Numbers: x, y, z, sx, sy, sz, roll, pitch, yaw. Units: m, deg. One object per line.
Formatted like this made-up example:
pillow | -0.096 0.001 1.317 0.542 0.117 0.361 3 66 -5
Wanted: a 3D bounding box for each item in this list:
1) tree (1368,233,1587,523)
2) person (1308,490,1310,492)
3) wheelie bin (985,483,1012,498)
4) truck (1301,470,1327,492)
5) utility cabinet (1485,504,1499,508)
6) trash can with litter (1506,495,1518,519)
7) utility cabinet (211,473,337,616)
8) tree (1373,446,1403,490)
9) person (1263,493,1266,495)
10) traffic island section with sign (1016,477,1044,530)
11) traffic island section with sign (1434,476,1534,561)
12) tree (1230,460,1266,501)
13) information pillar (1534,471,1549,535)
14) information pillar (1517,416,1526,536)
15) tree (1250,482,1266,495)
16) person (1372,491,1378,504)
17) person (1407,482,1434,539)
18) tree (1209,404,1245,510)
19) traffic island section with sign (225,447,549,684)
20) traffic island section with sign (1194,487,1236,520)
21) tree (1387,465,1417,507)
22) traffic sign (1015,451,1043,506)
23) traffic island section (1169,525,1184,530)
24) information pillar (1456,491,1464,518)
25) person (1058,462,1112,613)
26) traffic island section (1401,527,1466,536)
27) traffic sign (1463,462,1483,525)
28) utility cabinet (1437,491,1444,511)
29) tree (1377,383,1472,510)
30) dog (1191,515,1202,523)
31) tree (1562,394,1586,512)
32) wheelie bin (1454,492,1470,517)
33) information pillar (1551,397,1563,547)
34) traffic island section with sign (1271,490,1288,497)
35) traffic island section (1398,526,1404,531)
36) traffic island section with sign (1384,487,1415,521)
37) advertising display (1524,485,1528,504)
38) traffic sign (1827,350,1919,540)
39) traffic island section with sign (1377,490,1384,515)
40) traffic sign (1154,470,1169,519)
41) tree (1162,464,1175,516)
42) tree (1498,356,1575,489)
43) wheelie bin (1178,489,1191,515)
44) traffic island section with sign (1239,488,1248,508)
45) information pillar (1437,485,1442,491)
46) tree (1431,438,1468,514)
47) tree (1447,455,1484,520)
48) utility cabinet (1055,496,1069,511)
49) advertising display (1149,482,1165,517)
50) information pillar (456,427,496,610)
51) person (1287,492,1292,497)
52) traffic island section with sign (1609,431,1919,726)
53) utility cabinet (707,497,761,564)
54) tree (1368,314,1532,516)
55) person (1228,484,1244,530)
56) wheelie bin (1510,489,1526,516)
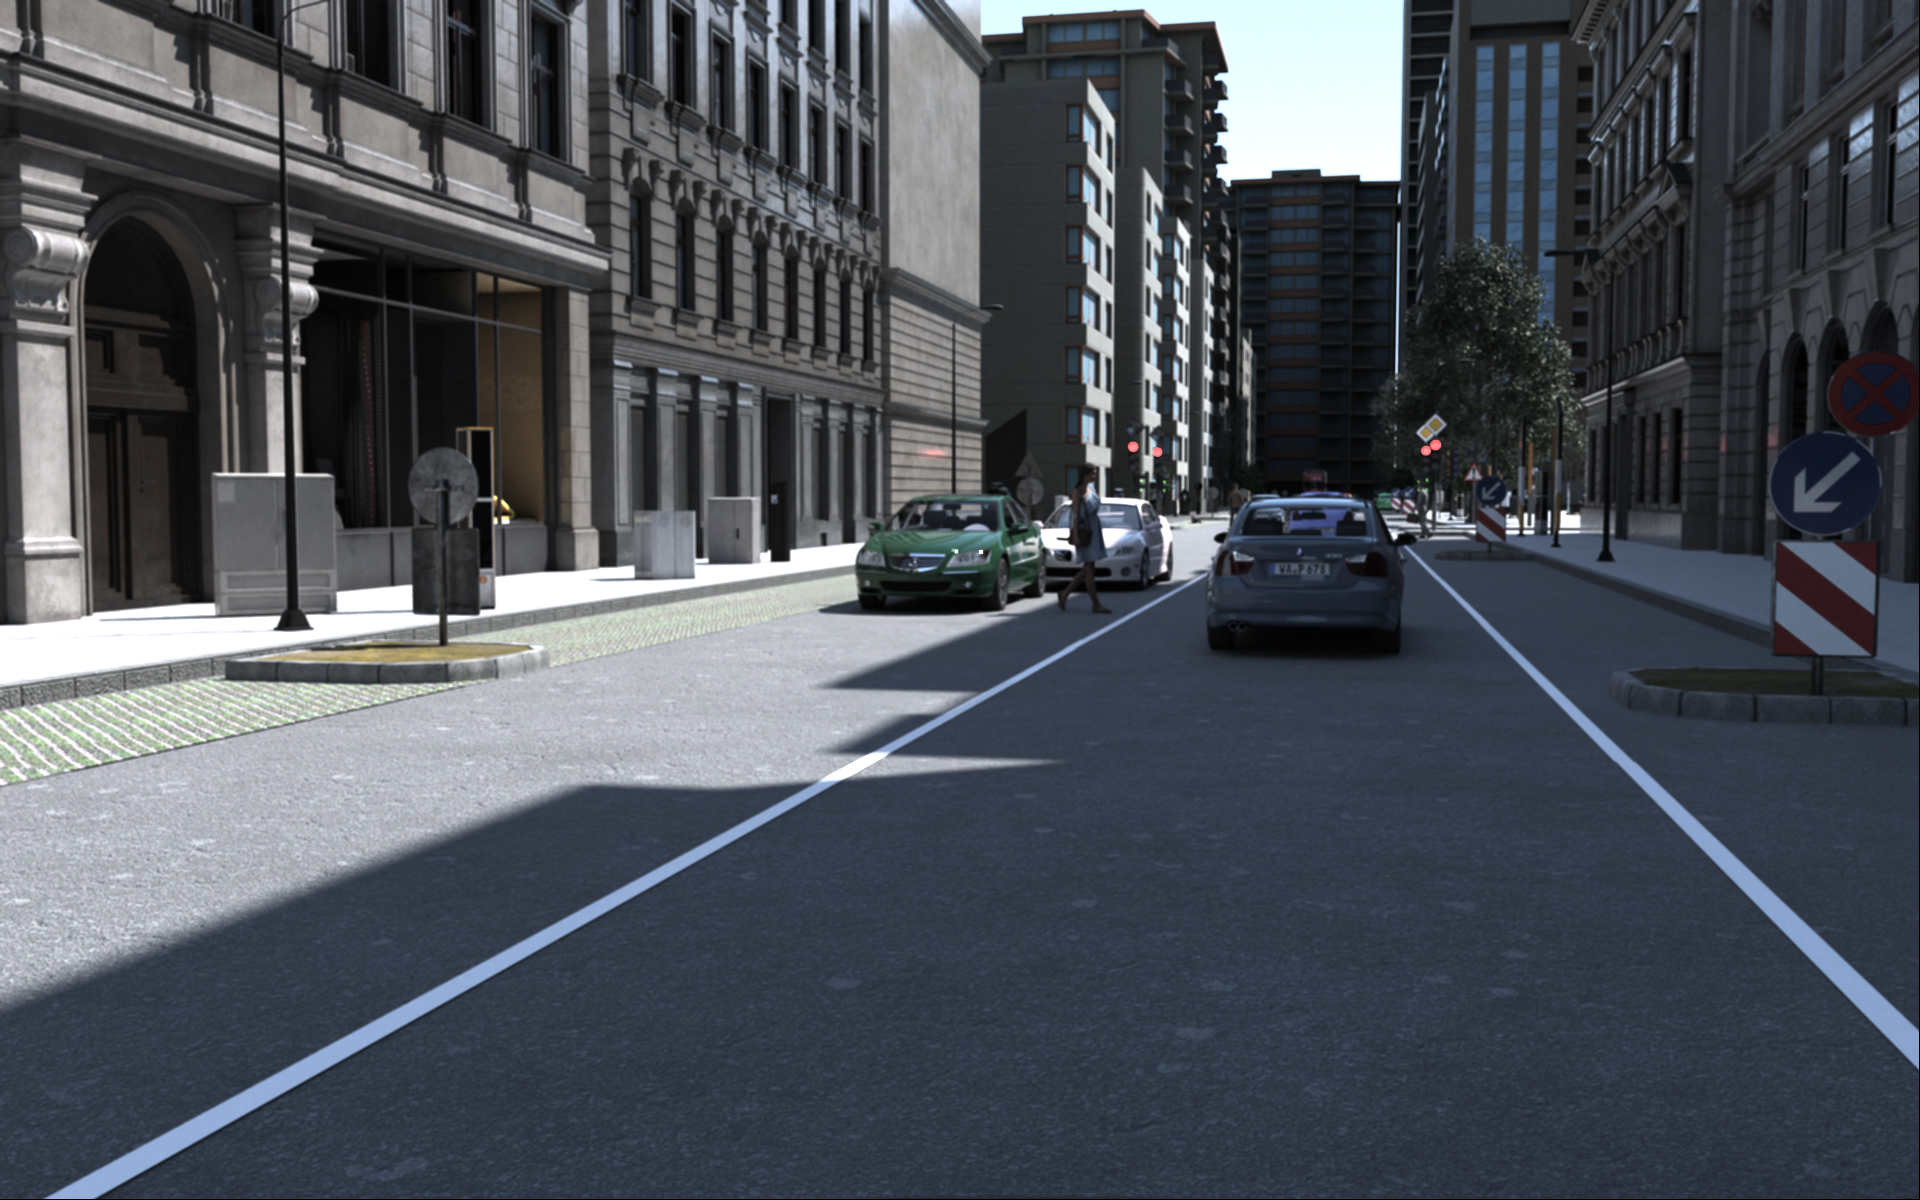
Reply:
tree | 22.924 -9.740 76.263 9.611 12.733 9.660 0 3 0
person | 36.531 -10.547 181.084 0.705 1.807 1.348 0 4 2
wheelie bin | 1.025 -2.461 48.153 0.693 1.594 0.980 2 4 29
truck | 41.427 -13.045 202.202 2.839 4.237 11.283 1 4 13
utility cabinet | 31.451 -5.726 102.298 0.318 1.500 1.173 3 5 42
trash can with litter | 28.692 -4.888 90.984 2.233 1.210 1.678 0 4 -5
utility cabinet | -7.248 -0.590 18.332 1.173 1.500 0.318 -2 4 -33
tree | 53.915 -16.256 216.145 4.737 8.622 4.395 0 3 0
person | 39.555 -13.208 225.126 0.621 1.740 0.551 -3 5 -39
traffic island section with sign | 1.605 -1.959 40.651 1.989 1.847 2.006 1 4 13
traffic island section with sign | 11.483 -1.799 38.036 1.989 1.847 2.006 1 4 13
tree | 27.725 -11.195 166.747 4.285 4.588 4.351 0 3 0
information pillar | 18.296 -3.058 54.493 0.304 2.012 0.304 -2 4 -26
information pillar | 17.032 -3.741 52.520 0.183 3.616 0.504 0 4 5
tree | 34.005 -12.277 195.334 1.663 3.219 1.824 0 3 0
person | 37.622 -9.053 157.073 0.434 1.755 0.990 2 4 29
person | 14.764 -2.863 55.423 0.853 1.813 0.709 2 4 26
tree | 21.094 -11.636 140.607 4.360 8.622 3.978 0 3 0
traffic island section with sign | -4.446 -0.326 13.956 1.989 1.847 2.006 1 4 13
traffic island section with sign | 13.836 -5.257 94.583 1.989 1.847 2.006 1 4 13
tree | 43.724 -11.488 171.535 4.285 4.588 4.351 0 3 0
traffic sign | 2.056 -3.188 52.124 0.884 2.594 0.081 1 4 19
traffic island section | 8.038 -2.952 70.543 2.009 0.180 2.903 1 4 13
information pillar | 27.200 -5.485 94.167 0.304 2.012 0.304 2 4 31
person | 1.476 -0.753 20.901 0.778 1.811 0.616 3 4 36
traffic island section | 16.553 -2.333 60.428 2.009 0.180 2.903 1 4 13
traffic sign | 21.051 -4.341 70.986 0.884 2.594 0.081 1 4 18
utility cabinet | 36.764 -7.587 132.724 0.318 1.500 1.173 2 4 32
tree | 38.123 -13.190 141.405 9.928 11.665 9.643 0 3 0
dog | 11.486 -3.925 84.374 0.550 0.427 0.748 -2 4 -33
tree | 43.021 -10.503 122.085 4.360 8.622 3.978 0 3 0
wheelie bin | 27.962 -5.414 96.420 0.980 1.594 0.693 -3 5 -42
information pillar | 14.425 -3.084 41.773 0.183 3.616 0.504 1 4 10
traffic island section with sign | 30.880 -9.854 169.732 1.989 1.847 2.006 1 4 13
traffic island section | 18.318 -2.809 68.216 2.009 0.180 2.903 1 4 13
traffic island section with sign | 23.877 -5.141 92.680 1.989 1.847 2.006 1 4 13
advertising display | 40.153 -7.127 121.742 0.974 1.923 0.123 2 4 35
traffic sign | 8.134 -0.939 15.461 0.768 2.556 0.104 1 4 19
traffic island section with sign | 29.897 -6.765 119.227 1.989 1.847 2.006 1 4 13
traffic sign | 10.451 -5.493 89.923 0.768 2.556 0.104 1 4 20
tree | 12.230 -6.641 103.175 1.663 3.219 1.824 0 3 0
tree | 28.632 -8.298 86.040 4.737 8.622 4.395 0 3 0
wheelie bin | 13.672 -5.958 105.316 0.693 1.594 0.980 -1 4 -10
traffic island section with sign | 19.830 -6.876 121.043 1.989 1.847 2.006 1 4 13
information pillar | 37.671 -8.052 136.149 0.304 2.012 0.304 -1 4 -19
tree | 31.556 -10.002 113.895 4.360 8.622 3.978 0 3 0
tree | 24.987 -5.566 85.607 1.663 3.219 1.824 0 3 0
utility cabinet | 3.510 -2.958 59.531 0.306 1.237 1.020 1 4 15
advertising display | 10.643 -5.401 93.525 0.974 1.923 0.123 3 5 43
information pillar | -5.371 -0.901 19.227 0.304 2.012 0.304 -3 5 -41
person | 41.236 -12.667 216.432 1.217 1.723 0.721 -2 4 -24
traffic island section with sign | 5.534 -0.191 11.743 1.989 1.847 2.006 1 4 13
utility cabinet | -4.176 -1.273 31.981 1.020 1.237 0.306 2 4 30
tree | 29.680 -11.792 103.165 12.009 13.543 11.850 0 3 0
person | 11.133 -3.751 69.735 0.656 1.842 0.836 -2 4 -33
wheelie bin | 32.614 -5.705 101.190 0.980 1.594 0.693 -1 4 -15
